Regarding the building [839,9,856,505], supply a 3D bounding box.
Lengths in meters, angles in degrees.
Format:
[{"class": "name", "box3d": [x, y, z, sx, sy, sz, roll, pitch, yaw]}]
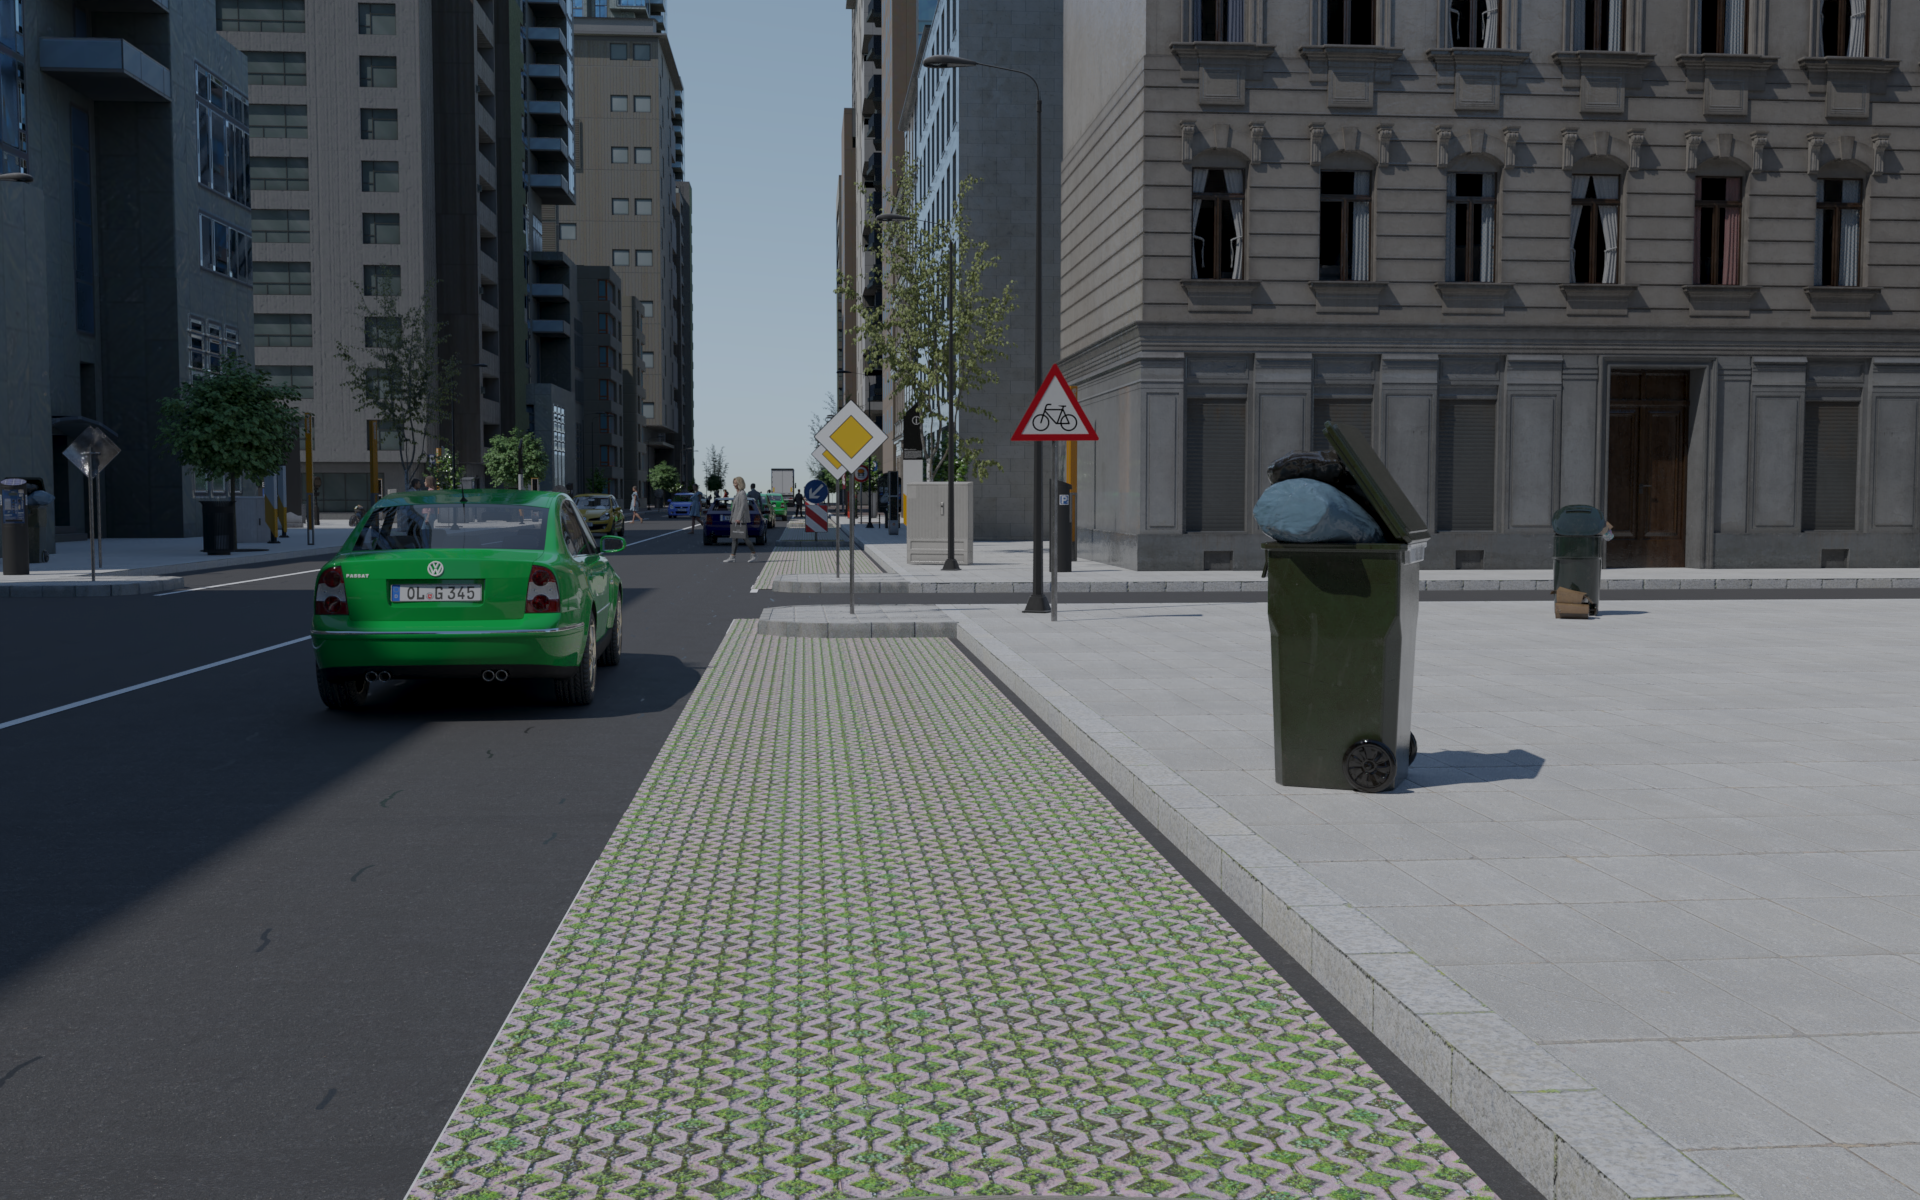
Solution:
[{"class": "building", "box3d": [-5.043, -47.469, 214.362, 20.563, 71.187, 20.611, 0, 4, -5]}]

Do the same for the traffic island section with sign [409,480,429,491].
[{"class": "traffic island section with sign", "box3d": [-14.737, -2.357, 47.168, 1.989, 1.847, 2.006, 0, 4, -5]}]

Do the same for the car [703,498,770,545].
[{"class": "car", "box3d": [-6.436, -2.275, 49.779, 1.945, 1.354, 3.894, 0, 4, -5]}]

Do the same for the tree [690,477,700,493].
[{"class": "tree", "box3d": [-29.776, -12.178, 193.709, 1.663, 3.219, 1.824, 0, 3, 0]}]

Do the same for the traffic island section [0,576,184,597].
[{"class": "traffic island section", "box3d": [-12.795, -0.199, 25.531, 2.009, 0.180, 2.903, 0, 4, -5]}]

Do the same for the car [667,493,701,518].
[{"class": "car", "box3d": [-16.455, -5.742, 103.474, 1.945, 1.707, 3.694, 0, 4, -3]}]

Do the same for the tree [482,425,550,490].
[{"class": "tree", "box3d": [-21.105, -6.047, 82.576, 4.285, 4.588, 4.351, 0, 3, 0]}]

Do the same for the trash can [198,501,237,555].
[{"class": "trash can", "box3d": [-15.603, -1.516, 36.436, 0.748, 1.137, 0.748, 0, 3, 0]}]

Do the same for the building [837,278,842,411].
[{"class": "building", "box3d": [-9.468, -28.194, 232.674, 14.160, 30.474, 14.107, 0, 4, -5]}]

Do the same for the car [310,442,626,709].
[{"class": "car", "box3d": [-3.544, -0.258, 13.018, 1.959, 1.807, 4.718, 0, 4, -7]}]

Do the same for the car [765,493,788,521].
[{"class": "car", "box3d": [-10.221, -5.169, 93.306, 1.959, 1.807, 4.718, 0, 4, -6]}]

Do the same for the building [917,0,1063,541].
[{"class": "building", "box3d": [4.389, -12.283, 55.572, 10.420, 20.320, 16.860, 0, 4, -5]}]

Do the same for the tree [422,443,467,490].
[{"class": "tree", "box3d": [-19.795, -4.398, 66.503, 1.663, 3.219, 1.824, 0, 3, 0]}]

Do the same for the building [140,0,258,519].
[{"class": "building", "box3d": [-36.282, -48.952, 113.031, 22.319, 86.520, 31.000, 0, 4, -5]}]

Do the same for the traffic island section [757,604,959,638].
[{"class": "traffic island section", "box3d": [-1.135, 0.228, 18.548, 2.009, 0.180, 2.903, 0, 4, -5]}]

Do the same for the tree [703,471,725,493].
[{"class": "tree", "box3d": [-34.110, -15.670, 239.925, 4.285, 4.588, 4.351, 0, 3, 0]}]

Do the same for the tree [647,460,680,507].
[{"class": "tree", "box3d": [-28.756, -11.265, 167.897, 4.285, 4.588, 4.351, 0, 3, 0]}]

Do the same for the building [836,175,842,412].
[{"class": "building", "box3d": [-6.960, -38.320, 250.238, 21.300, 48.544, 21.600, 0, 4, -5]}]

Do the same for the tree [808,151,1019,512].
[{"class": "tree", "box3d": [-0.635, -5.316, 37.277, 4.737, 8.622, 4.395, 0, 3, 0]}]

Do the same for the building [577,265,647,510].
[{"class": "building", "box3d": [-41.554, -18.319, 144.557, 27.650, 21.520, 28.899, 0, 4, -5]}]

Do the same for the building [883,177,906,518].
[{"class": "building", "box3d": [1.636, -13.932, 92.415, 10.561, 19.102, 19.286, 0, 4, -5]}]

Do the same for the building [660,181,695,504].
[{"class": "building", "box3d": [-41.317, -32.784, 219.612, 14.154, 41.232, 14.086, 0, 4, -5]}]

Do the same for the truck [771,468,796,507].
[{"class": "truck", "box3d": [-19.746, -12.515, 193.538, 2.839, 4.237, 11.283, 0, 4, -5]}]

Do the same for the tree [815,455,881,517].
[{"class": "tree", "box3d": [-6.128, -6.991, 98.015, 4.285, 4.588, 4.351, 0, 3, 0]}]

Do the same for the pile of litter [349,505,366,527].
[{"class": "pile of litter", "box3d": [-23.560, -3.350, 68.746, 1.176, 0.858, 1.719, 2, 4, 26]}]

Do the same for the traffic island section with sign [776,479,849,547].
[{"class": "traffic island section with sign", "box3d": [-4.048, -2.372, 47.418, 1.989, 1.847, 2.006, 0, 4, -5]}]

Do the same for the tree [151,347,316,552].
[{"class": "tree", "box3d": [-16.230, -3.372, 38.847, 4.285, 4.588, 4.351, 0, 3, 0]}]

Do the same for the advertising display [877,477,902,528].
[{"class": "advertising display", "box3d": [-2.638, -3.645, 64.817, 0.974, 1.923, 0.123, -2, 4, -31]}]

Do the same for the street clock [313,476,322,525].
[{"class": "street clock", "box3d": [-26.329, -4.052, 70.815, 0.358, 2.002, 0.471, 1, 4, 16]}]

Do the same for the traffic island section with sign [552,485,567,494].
[{"class": "traffic island section with sign", "box3d": [-17.170, -4.017, 74.305, 1.989, 1.847, 2.006, 0, 4, -5]}]

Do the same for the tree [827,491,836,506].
[{"class": "tree", "box3d": [-14.057, -11.959, 190.122, 1.663, 3.219, 1.824, 0, 3, 0]}]

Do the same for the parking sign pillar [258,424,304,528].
[{"class": "parking sign pillar", "box3d": [-25.759, -4.733, 65.851, 1.447, 3.967, 1.447, -1, 4, -18]}]

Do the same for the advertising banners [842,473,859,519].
[{"class": "advertising banners", "box3d": [-5.722, -5.727, 89.821, 0.090, 3.025, 2.074, -2, 4, -27]}]

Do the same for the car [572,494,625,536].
[{"class": "car", "box3d": [-12.183, -2.889, 57.462, 2.015, 1.641, 3.980, 0, 4, -4]}]

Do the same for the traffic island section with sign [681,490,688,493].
[{"class": "traffic island section with sign", "box3d": [-24.129, -8.772, 152.042, 1.989, 1.847, 2.006, 0, 4, -5]}]

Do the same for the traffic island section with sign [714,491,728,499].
[{"class": "traffic island section with sign", "box3d": [-29.020, -12.118, 206.757, 1.989, 1.847, 2.006, 0, 4, -5]}]

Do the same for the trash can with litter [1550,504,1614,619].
[{"class": "trash can with litter", "box3d": [6.502, -0.411, 18.110, 0.624, 1.170, 1.055, 1, 4, 20]}]

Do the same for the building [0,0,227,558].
[{"class": "building", "box3d": [-30.959, -44.393, 38.501, 22.319, 86.520, 31.000, 0, 4, -5]}]

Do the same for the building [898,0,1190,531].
[{"class": "building", "box3d": [2.762, -13.730, 73.642, 9.793, 20.994, 18.267, 0, 4, -5]}]

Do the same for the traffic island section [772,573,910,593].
[{"class": "traffic island section", "box3d": [-1.846, -0.258, 26.502, 2.009, 0.180, 2.903, 0, 4, -5]}]

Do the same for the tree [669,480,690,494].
[{"class": "tree", "box3d": [-28.115, -10.833, 171.724, 1.663, 3.219, 1.824, 0, 3, 0]}]

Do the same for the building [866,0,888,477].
[{"class": "building", "box3d": [4.075, -29.326, 134.111, 22.147, 44.769, 28.867, 0, 4, -5]}]

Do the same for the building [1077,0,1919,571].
[{"class": "building", "box3d": [11.405, -11.276, 33.515, 18.267, 20.994, 9.793, 0, 4, -5]}]

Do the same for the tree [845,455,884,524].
[{"class": "tree", "box3d": [-3.971, -4.974, 75.929, 1.663, 3.219, 1.824, 0, 3, 0]}]

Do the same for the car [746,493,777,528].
[{"class": "car", "box3d": [-8.771, -3.952, 73.415, 1.959, 1.807, 4.718, 0, 4, -4]}]

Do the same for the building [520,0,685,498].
[{"class": "building", "box3d": [-48.236, -56.737, 240.321, 22.319, 86.520, 31.000, 0, 4, -5]}]

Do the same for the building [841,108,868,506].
[{"class": "building", "box3d": [-6.395, -33.485, 197.589, 14.600, 45.320, 14.200, 0, 4, -5]}]

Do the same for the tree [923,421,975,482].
[{"class": "tree", "box3d": [-0.298, -3.117, 45.564, 1.663, 3.219, 1.824, 0, 3, 0]}]

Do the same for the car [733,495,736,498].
[{"class": "car", "box3d": [-25.659, -11.537, 201.210, 1.945, 1.354, 3.894, 0, 4, -6]}]

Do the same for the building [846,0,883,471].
[{"class": "building", "box3d": [4.095, -35.038, 162.110, 28.713, 52.752, 27.495, 0, 4, -5]}]

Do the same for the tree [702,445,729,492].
[{"class": "tree", "box3d": [-35.377, -18.434, 251.752, 4.737, 8.622, 4.395, 0, 3, 0]}]

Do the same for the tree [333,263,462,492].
[{"class": "tree", "box3d": [-17.592, -6.395, 54.914, 4.360, 8.622, 3.978, 0, 3, 0]}]

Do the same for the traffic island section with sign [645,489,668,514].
[{"class": "traffic island section with sign", "box3d": [-21.722, -7.129, 125.194, 1.989, 1.847, 2.006, 0, 4, -5]}]

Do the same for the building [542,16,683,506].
[{"class": "building", "box3d": [-46.504, -37.155, 196.727, 28.713, 52.752, 27.495, 0, 4, -5]}]

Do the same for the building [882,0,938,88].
[{"class": "building", "box3d": [2.156, -28.271, 112.344, 14.600, 45.320, 14.200, 0, 4, -5]}]

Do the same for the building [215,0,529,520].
[{"class": "building", "box3d": [-31.114, -19.552, 91.376, 14.160, 30.474, 14.107, 0, 4, -5]}]

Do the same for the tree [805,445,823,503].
[{"class": "tree", "box3d": [-20.441, -18.578, 254.105, 4.360, 8.622, 3.978, 0, 3, 0]}]

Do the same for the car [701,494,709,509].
[{"class": "car", "box3d": [-25.472, -9.763, 169.408, 2.009, 1.686, 4.222, 0, 4, -5]}]

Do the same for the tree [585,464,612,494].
[{"class": "tree", "box3d": [-23.129, -7.070, 110.191, 1.663, 3.219, 1.824, 0, 3, 0]}]
